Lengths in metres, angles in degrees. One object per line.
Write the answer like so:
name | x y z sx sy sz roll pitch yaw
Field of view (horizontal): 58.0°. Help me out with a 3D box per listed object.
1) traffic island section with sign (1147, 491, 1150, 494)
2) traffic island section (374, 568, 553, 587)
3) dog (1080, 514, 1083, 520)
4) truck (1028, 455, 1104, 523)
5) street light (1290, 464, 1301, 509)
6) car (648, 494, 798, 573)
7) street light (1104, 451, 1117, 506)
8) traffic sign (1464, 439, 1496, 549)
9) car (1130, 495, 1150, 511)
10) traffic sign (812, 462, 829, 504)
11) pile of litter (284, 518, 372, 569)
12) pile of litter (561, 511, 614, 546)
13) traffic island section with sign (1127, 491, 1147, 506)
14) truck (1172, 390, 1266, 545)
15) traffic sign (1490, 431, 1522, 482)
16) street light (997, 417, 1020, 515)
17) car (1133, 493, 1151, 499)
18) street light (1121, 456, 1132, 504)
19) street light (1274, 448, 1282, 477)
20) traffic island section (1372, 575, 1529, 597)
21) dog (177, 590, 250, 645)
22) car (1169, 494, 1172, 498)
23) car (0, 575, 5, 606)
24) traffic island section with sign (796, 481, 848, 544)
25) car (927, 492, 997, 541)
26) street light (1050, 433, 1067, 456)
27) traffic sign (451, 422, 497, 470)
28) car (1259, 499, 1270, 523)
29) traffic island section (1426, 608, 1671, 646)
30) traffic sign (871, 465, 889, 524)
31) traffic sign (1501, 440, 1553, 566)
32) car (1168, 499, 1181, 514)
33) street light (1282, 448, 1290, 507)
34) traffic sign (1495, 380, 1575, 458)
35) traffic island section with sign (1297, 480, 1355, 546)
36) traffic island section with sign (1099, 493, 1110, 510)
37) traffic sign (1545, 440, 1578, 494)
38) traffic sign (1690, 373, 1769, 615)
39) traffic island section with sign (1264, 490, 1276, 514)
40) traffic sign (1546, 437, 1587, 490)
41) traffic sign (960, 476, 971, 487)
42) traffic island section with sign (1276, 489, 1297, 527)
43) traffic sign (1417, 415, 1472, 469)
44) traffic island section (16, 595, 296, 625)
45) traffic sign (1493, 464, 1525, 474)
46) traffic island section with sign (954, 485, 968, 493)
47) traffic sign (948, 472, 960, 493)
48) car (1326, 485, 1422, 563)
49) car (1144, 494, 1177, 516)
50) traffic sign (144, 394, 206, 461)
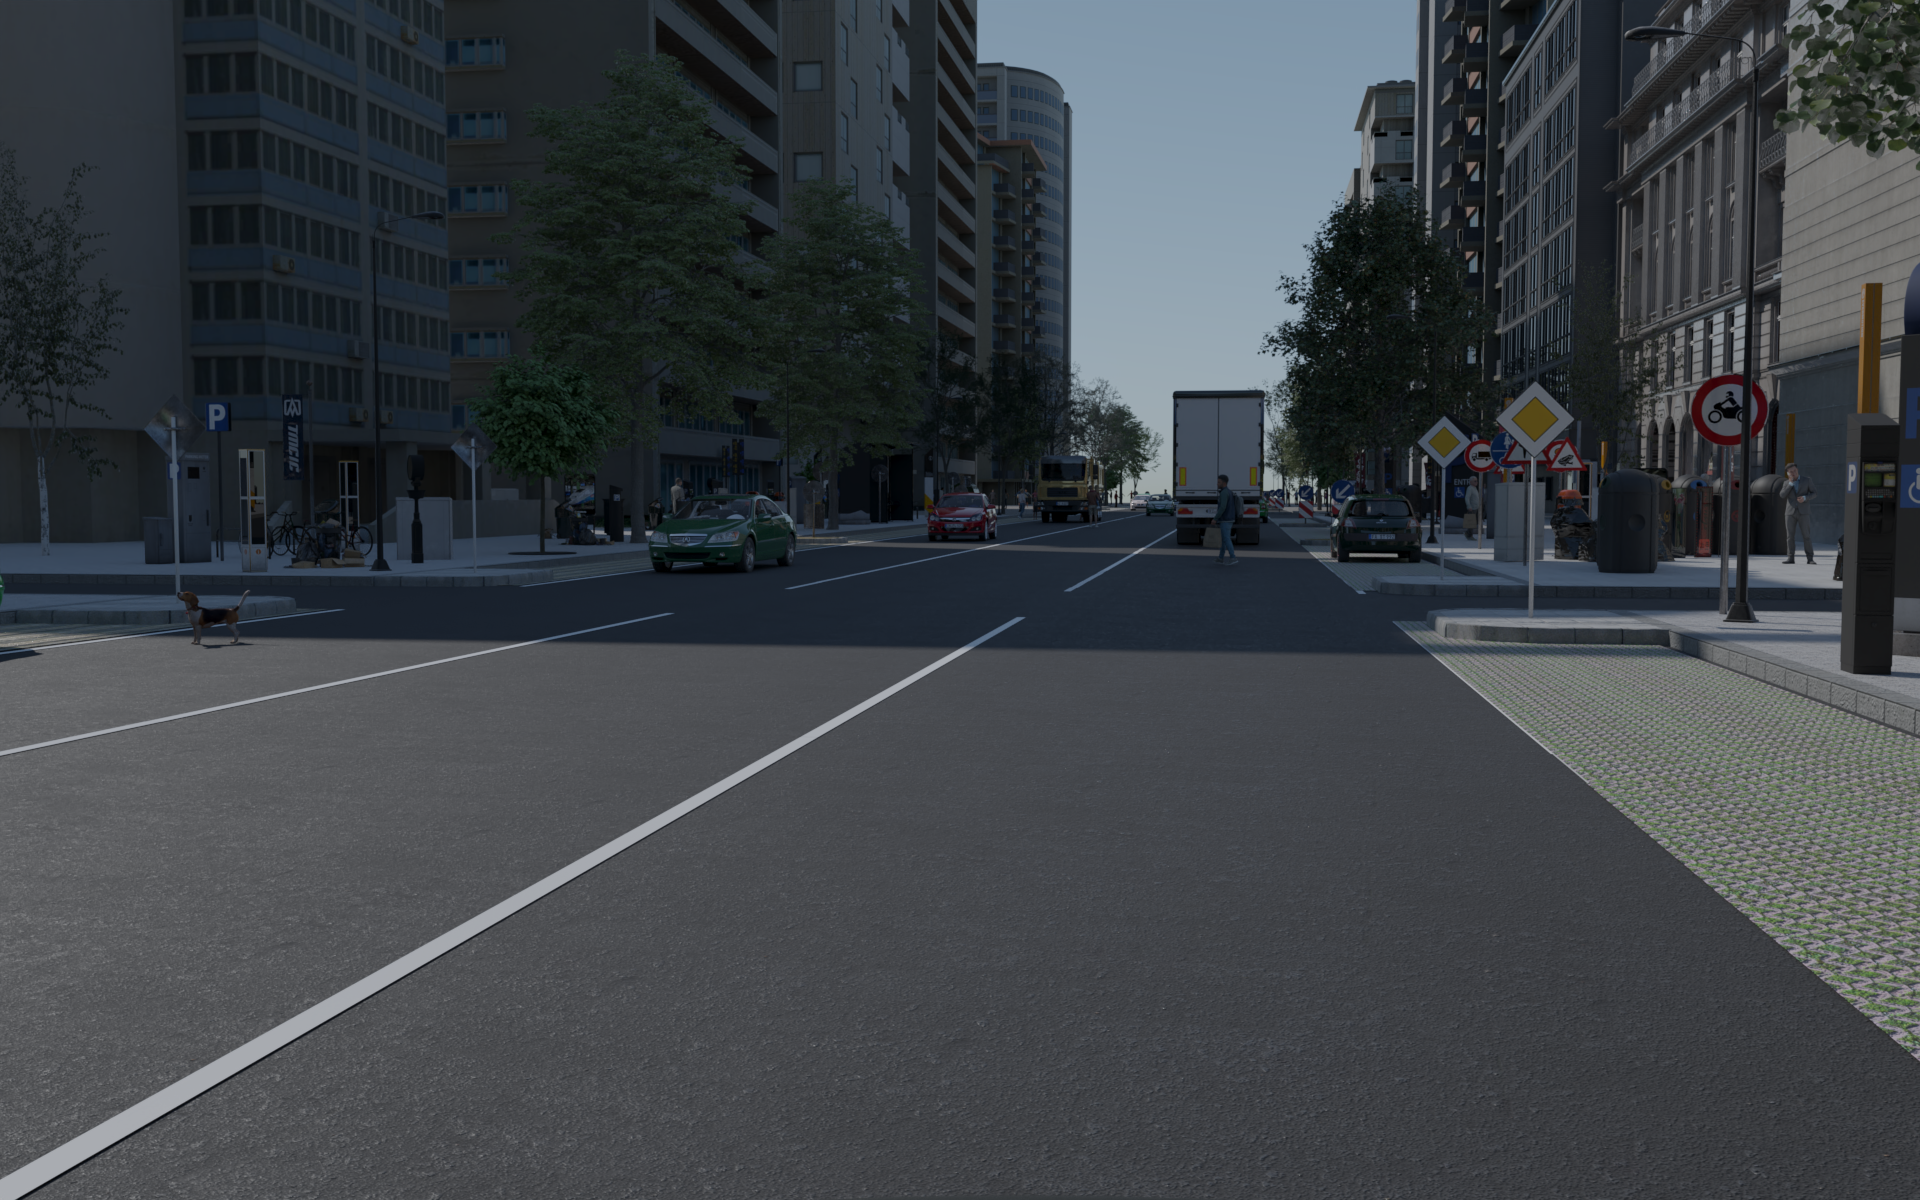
traffic island section with sign | 25.487 -13.852 235.113 1.989 1.847 2.006 1 4 9
traffic island section | -7.929 -0.363 28.222 2.009 0.180 2.903 1 4 9
dog | 6.697 -4.621 94.837 0.406 0.507 0.540 -3 5 -44
truck | 5.714 -5.707 89.241 3.469 3.379 9.791 1 4 10
street light | 23.703 -8.968 119.161 1.470 5.913 1.316 1 4 9
car | -4.473 -1.310 33.224 2.131 1.459 4.920 1 4 10
street light | 16.161 -13.069 186.213 1.470 5.913 1.316 1 4 9
traffic sign | 12.118 -2.459 40.306 0.768 2.556 0.104 1 4 12
car | 15.852 -8.444 150.428 2.083 1.381 4.827 1 4 10
traffic sign | -5.476 -4.173 68.328 0.768 2.556 0.104 1 4 18
pile of litter | -10.956 -1.004 30.386 1.719 0.858 1.176 -1 4 -20
pile of litter | -9.448 -1.823 43.765 1.176 0.858 1.719 -3 4 -37
traffic island section with sign | 21.182 -12.225 208.503 1.989 1.847 2.006 1 4 9
truck | 7.837 -3.877 52.294 2.839 4.237 11.283 1 4 9
traffic sign | 11.053 -2.127 34.888 0.768 2.556 0.104 1 4 15
street light | 2.880 -8.027 103.784 1.470 5.913 1.316 1 4 9
car | 17.807 -9.724 167.788 1.959 1.807 4.718 1 4 9
street light | 20.490 -14.714 213.118 1.470 5.913 1.316 1 4 9
street light | 32.612 -12.332 174.167 1.470 5.913 1.316 1 4 9
traffic island section | 7.216 -0.214 25.780 2.009 0.180 2.903 1 4 9
dog | -7.135 0.166 16.569 0.406 0.507 0.540 1 4 18
car | 24.993 -12.260 210.669 2.015 1.641 3.980 1 4 9
car | -10.016 -0.327 14.140 1.959 1.807 4.718 1 4 8
traffic island section with sign | -4.338 -2.560 50.488 1.989 1.847 2.006 1 4 9
car | 0.099 -2.750 53.997 2.155 1.783 4.494 0 4 7
street light | 7.393 -9.716 131.399 1.470 5.913 1.316 1 4 9
traffic sign | -7.905 -1.588 28.151 0.795 2.593 0.064 1 4 9
car | 14.644 -4.809 87.427 1.959 1.807 4.718 1 4 10
traffic island section | 5.942 0.268 17.897 2.009 0.180 2.903 1 4 9
traffic sign | -3.457 -4.555 74.586 0.768 2.556 0.104 1 4 12
traffic sign | 10.091 -1.888 30.870 0.884 2.594 0.081 1 4 16
car | 16.107 -6.965 126.460 1.945 1.354 3.894 1 4 9
street light | 28.319 -10.662 146.866 1.470 5.913 1.316 1 4 9
traffic sign | 5.918 -0.956 17.818 0.795 2.593 0.064 1 4 9
traffic island section with sign | 10.547 -2.435 48.441 1.989 1.847 2.006 1 4 9
traffic island section with sign | 12.265 -8.844 153.224 1.989 1.847 2.006 1 4 9
traffic sign | 14.058 -2.475 40.579 0.768 2.556 0.104 1 4 11
traffic sign | 8.144 -1.119 18.401 0.768 2.556 0.104 1 4 16
traffic island section with sign | 22.789 -7.069 124.211 1.989 1.847 2.006 1 4 9
traffic sign | 13.782 -2.410 39.400 0.884 2.594 0.081 1 4 11
traffic sign | 0.308 -5.850 97.784 0.606 2.300 0.079 1 4 13
traffic island section with sign | 14.850 -4.063 75.052 1.989 1.847 2.006 1 4 9
traffic sign | 7.191 -1.438 25.701 0.795 2.593 0.064 1 4 9
traffic island section | -9.203 0.119 20.339 2.009 0.180 2.903 1 4 9
traffic sign | 14.543 -2.800 45.789 0.884 2.594 0.081 1 4 10
traffic island section with sign | 0.019 -4.209 77.448 1.989 1.847 2.006 1 4 9
traffic sign | -0.399 -6.052 99.058 0.768 2.556 0.104 1 4 18
car | 8.948 -1.689 37.405 2.009 1.686 4.222 1 4 9
car | 13.216 -6.265 114.234 2.131 1.459 4.920 0 4 7
traffic sign | -9.178 -1.106 20.268 0.795 2.593 0.064 1 4 9
